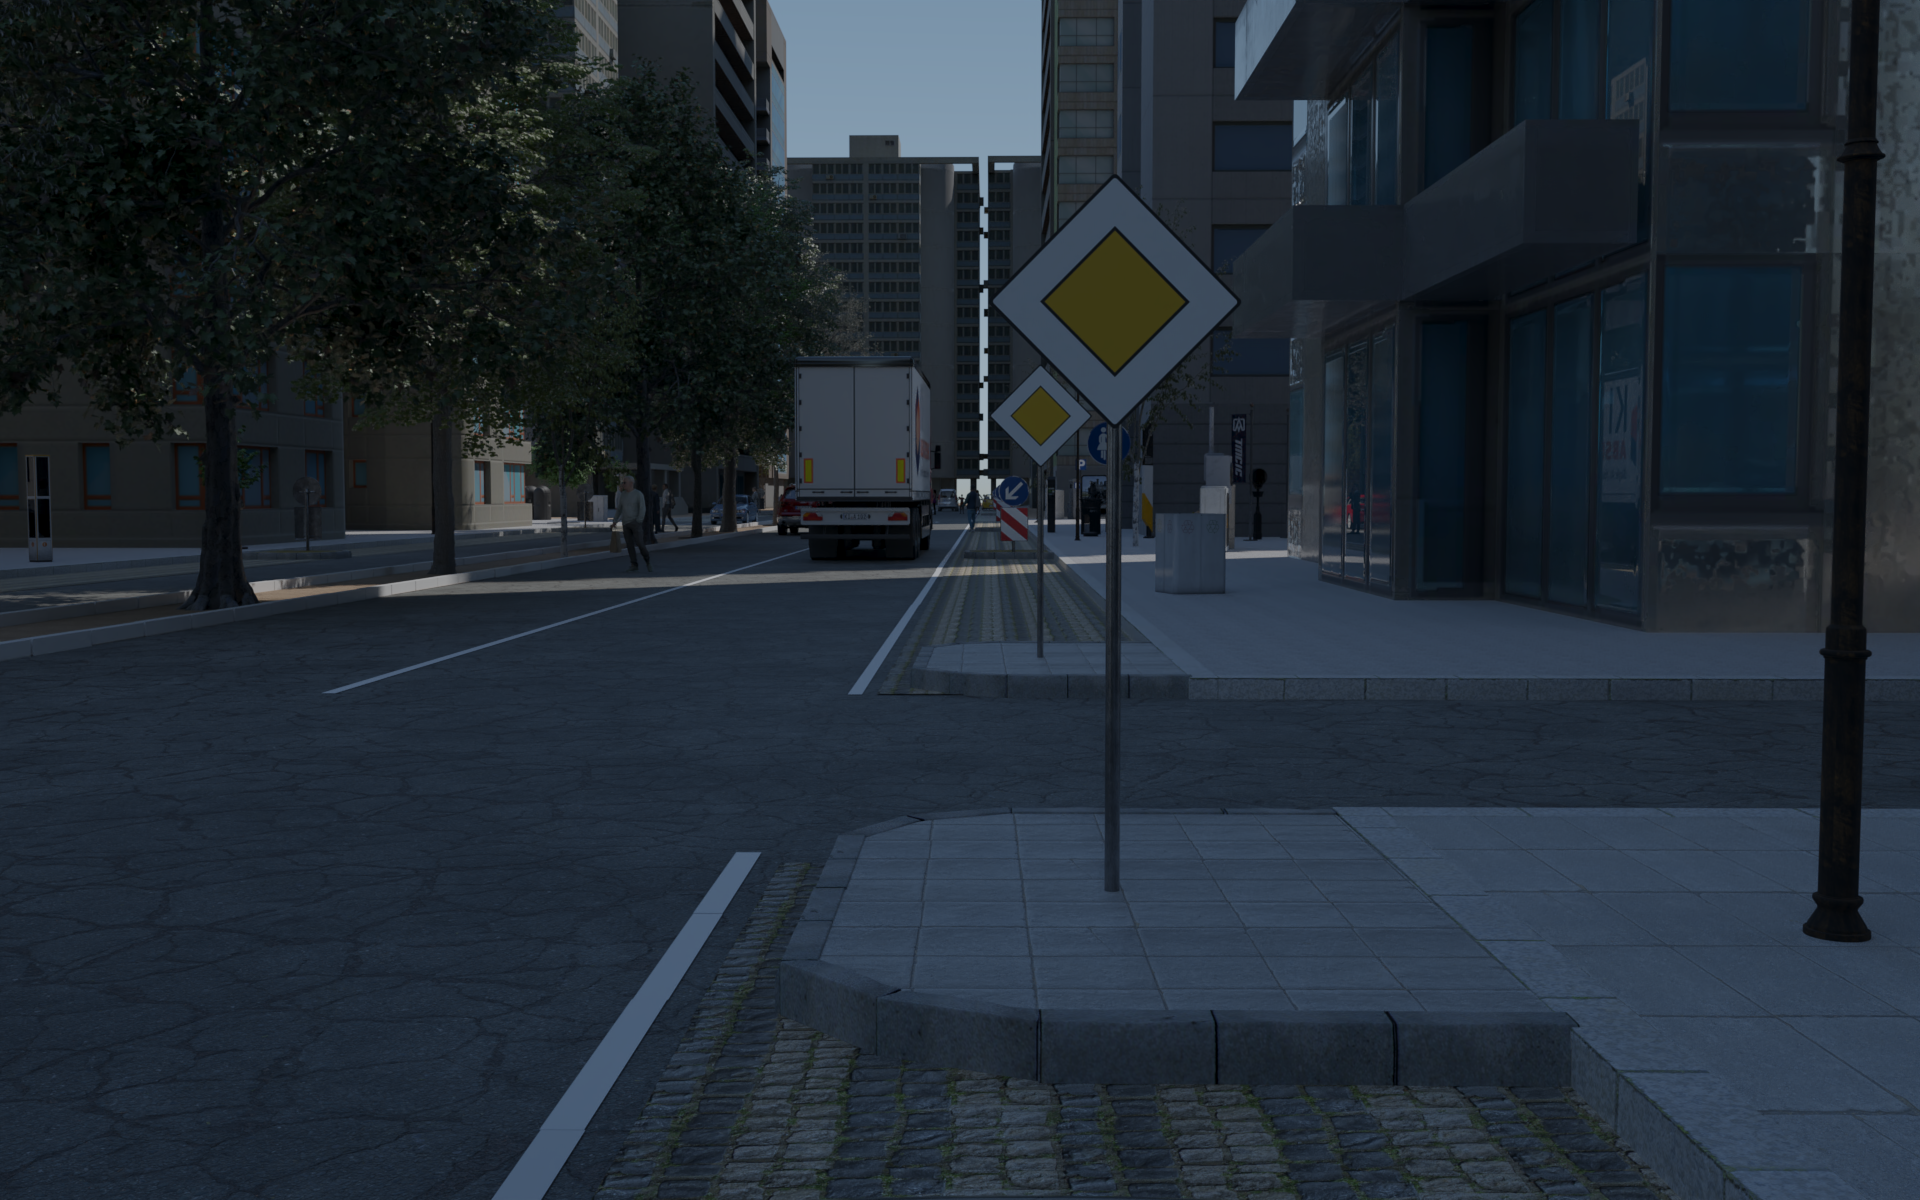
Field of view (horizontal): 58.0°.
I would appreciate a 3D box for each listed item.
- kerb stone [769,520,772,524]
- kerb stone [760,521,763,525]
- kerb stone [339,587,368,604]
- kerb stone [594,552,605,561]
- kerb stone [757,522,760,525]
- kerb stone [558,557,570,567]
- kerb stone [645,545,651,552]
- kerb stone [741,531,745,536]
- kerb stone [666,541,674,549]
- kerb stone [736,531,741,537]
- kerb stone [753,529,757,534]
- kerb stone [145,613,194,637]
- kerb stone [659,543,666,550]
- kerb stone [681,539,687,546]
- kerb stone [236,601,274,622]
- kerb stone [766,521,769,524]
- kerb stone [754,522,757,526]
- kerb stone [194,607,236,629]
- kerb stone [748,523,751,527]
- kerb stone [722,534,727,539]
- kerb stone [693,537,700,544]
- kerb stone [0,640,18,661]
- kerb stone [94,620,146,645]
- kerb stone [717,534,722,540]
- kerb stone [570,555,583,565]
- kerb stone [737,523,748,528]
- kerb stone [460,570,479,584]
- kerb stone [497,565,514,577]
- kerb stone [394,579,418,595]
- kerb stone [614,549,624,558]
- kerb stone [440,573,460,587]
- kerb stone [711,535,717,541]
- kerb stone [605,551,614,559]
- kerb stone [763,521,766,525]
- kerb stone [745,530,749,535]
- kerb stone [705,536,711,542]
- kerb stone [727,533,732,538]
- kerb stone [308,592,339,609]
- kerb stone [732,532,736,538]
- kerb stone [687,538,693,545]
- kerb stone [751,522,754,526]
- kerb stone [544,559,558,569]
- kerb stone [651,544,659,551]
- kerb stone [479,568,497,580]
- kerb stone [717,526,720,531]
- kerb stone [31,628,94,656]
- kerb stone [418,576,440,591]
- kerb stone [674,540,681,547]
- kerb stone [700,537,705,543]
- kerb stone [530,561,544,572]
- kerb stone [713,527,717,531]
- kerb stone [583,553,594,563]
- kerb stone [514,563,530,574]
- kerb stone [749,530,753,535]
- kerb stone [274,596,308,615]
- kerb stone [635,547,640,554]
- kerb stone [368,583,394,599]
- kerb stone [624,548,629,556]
[{"bbox_3d":[-9.213,-3.687,82.479,0.120,0.150,1.000,0,4,1],"label":"kerb stone"},{"bbox_3d":[-9.262,-3.499,79.404,0.120,0.150,1.000,0,4,1],"label":"kerb stone"},{"bbox_3d":[-8.134,-0.044,22.995,0.120,0.150,1.000,0,4,1],"label":"kerb stone"},{"bbox_3d":[-7.887,-0.923,37.329,0.120,0.150,1.000,0,4,1],"label":"kerb stone"},{"bbox_3d":[-9.278,-3.436,78.382,0.120,0.150,1.000,0,4,1],"label":"kerb stone"},{"bbox_3d":[-7.939,-0.736,34.258,0.120,0.150,1.000,0,4,1],"label":"kerb stone"},{"bbox_3d":[-7.798,-1.235,42.465,0.120,0.150,1.000,0,4,1],"label":"kerb stone"},{"bbox_3d":[-7.518,-2.241,58.841,0.120,0.150,1.000,0,4,1],"label":"kerb stone"},{"bbox_3d":[-7.746,-1.425,45.531,0.120,0.150,1.000,0,4,1],"label":"kerb stone"},{"bbox_3d":[-7.535,-2.178,57.819,0.120,0.150,1.000,0,4,1],"label":"kerb stone"},{"bbox_3d":[-7.470,-2.426,61.911,0.120,0.150,1.000,0,4,1],"label":"kerb stone"},{"bbox_3d":[-8.226,0.264,17.879,0.120,0.150,1.000,0,4,1],"label":"kerb stone"},{"bbox_3d":[-7.764,-1.365,44.509,0.120,0.150,1.000,0,4,1],"label":"kerb stone"},{"bbox_3d":[-7.709,-1.553,47.581,0.120,0.150,1.000,0,4,1],"label":"kerb stone"},{"bbox_3d":[-8.186,0.141,19.929,0.120,0.150,1.000,0,4,1],"label":"kerb stone"},{"bbox_3d":[-9.229,-3.620,81.448,0.120,0.150,1.000,0,4,1],"label":"kerb stone"},{"bbox_3d":[-9.306,-3.374,77.354,0.120,0.150,1.000,0,4,1],"label":"kerb stone"},{"bbox_3d":[-8.207,0.205,18.901,0.120,0.150,1.000,0,4,1],"label":"kerb stone"},{"bbox_3d":[-9.338,-3.246,75.295,0.120,0.150,1.000,0,4,1],"label":"kerb stone"},{"bbox_3d":[-7.592,-1.987,54.751,0.120,0.150,1.000,0,4,1],"label":"kerb stone"},{"bbox_3d":[-7.676,-1.678,49.629,0.120,0.150,1.000,0,4,1],"label":"kerb stone"},{"bbox_3d":[-8.277,0.455,14.800,0.120,0.150,1.000,0,4,1],"label":"kerb stone"},{"bbox_3d":[-8.248,0.331,16.857,0.120,0.150,1.000,0,4,1],"label":"kerb stone"},{"bbox_3d":[-7.614,-1.920,53.724,0.120,0.150,1.000,0,4,1],"label":"kerb stone"},{"bbox_3d":[-7.919,-0.800,35.280,0.120,0.150,1.000,0,4,1],"label":"kerb stone"},{"bbox_3d":[-9.347,-3.185,74.273,0.120,0.150,1.000,0,4,1],"label":"kerb stone"},{"bbox_3d":[-8.055,-0.360,28.120,0.120,0.150,1.000,0,4,1],"label":"kerb stone"},{"bbox_3d":[-8.008,-0.487,30.164,0.120,0.150,1.000,0,4,1],"label":"kerb stone"},{"bbox_3d":[-8.100,-0.174,25.043,0.120,0.150,1.000,0,4,1],"label":"kerb stone"},{"bbox_3d":[-7.855,-1.050,39.379,0.120,0.150,1.000,0,4,1],"label":"kerb stone"},{"bbox_3d":[-8.069,-0.300,27.097,0.120,0.150,1.000,0,4,1],"label":"kerb stone"},{"bbox_3d":[-7.623,-1.866,52.701,0.120,0.150,1.000,0,4,1],"label":"kerb stone"},{"bbox_3d":[-7.876,-0.988,38.351,0.120,0.150,1.000,0,4,1],"label":"kerb stone"},{"bbox_3d":[-9.245,-3.561,80.426,0.120,0.150,1.000,0,4,1],"label":"kerb stone"},{"bbox_3d":[-7.493,-2.301,59.867,0.120,0.150,1.000,0,4,1],"label":"kerb stone"},{"bbox_3d":[-7.645,-1.803,51.674,0.120,0.150,1.000,0,4,1],"label":"kerb stone"},{"bbox_3d":[-7.573,-2.054,55.774,0.120,0.150,1.000,0,4,1],"label":"kerb stone"},{"bbox_3d":[-8.154,0.014,21.973,0.120,0.150,1.000,0,4,1],"label":"kerb stone"},{"bbox_3d":[-7.546,-2.113,56.797,0.120,0.150,1.000,0,4,1],"label":"kerb stone"},{"bbox_3d":[-7.701,-1.615,48.607,0.120,0.150,1.000,0,4,1],"label":"kerb stone"},{"bbox_3d":[-9.314,-3.307,76.323,0.120,0.150,1.000,0,4,1],"label":"kerb stone"},{"bbox_3d":[-7.957,-0.669,33.233,0.120,0.150,1.000,0,4,1],"label":"kerb stone"},{"bbox_3d":[-7.785,-1.302,43.487,0.120,0.150,1.000,0,4,1],"label":"kerb stone"},{"bbox_3d":[-8.037,-0.422,29.142,0.120,0.150,1.000,0,4,1],"label":"kerb stone"},{"bbox_3d":[-9.480,-2.746,67.099,0.120,0.150,1.000,0,4,1],"label":"kerb stone"},{"bbox_3d":[-8.255,0.390,15.827,0.120,0.150,1.000,0,4,1],"label":"kerb stone"},{"bbox_3d":[-8.084,-0.237,26.075,0.120,0.150,1.000,0,4,1],"label":"kerb stone"},{"bbox_3d":[-7.726,-1.486,46.553,0.120,0.150,1.000,0,4,1],"label":"kerb stone"},{"bbox_3d":[-7.660,-1.737,50.652,0.120,0.150,1.000,0,4,1],"label":"kerb stone"},{"bbox_3d":[-7.979,-0.612,32.210,0.120,0.150,1.000,0,4,1],"label":"kerb stone"},{"bbox_3d":[-9.496,-2.681,66.071,0.120,0.150,1.000,0,4,1],"label":"kerb stone"},{"bbox_3d":[-7.903,-0.857,36.302,0.120,0.150,1.000,0,4,1],"label":"kerb stone"},{"bbox_3d":[-7.991,-0.547,31.188,0.120,0.150,1.000,0,4,1],"label":"kerb stone"},{"bbox_3d":[-7.479,-2.367,60.889,0.120,0.150,1.000,0,4,1],"label":"kerb stone"},{"bbox_3d":[-8.173,0.076,20.951,0.120,0.150,1.000,0,4,1],"label":"kerb stone"},{"bbox_3d":[-7.821,-1.177,41.442,0.120,0.150,1.000,0,4,1],"label":"kerb stone"},{"bbox_3d":[-8.119,-0.111,24.017,0.120,0.150,1.000,0,4,1],"label":"kerb stone"},{"bbox_3d":[-7.834,-1.112,40.412,0.120,0.150,1.000,0,4,1],"label":"kerb stone"}]
